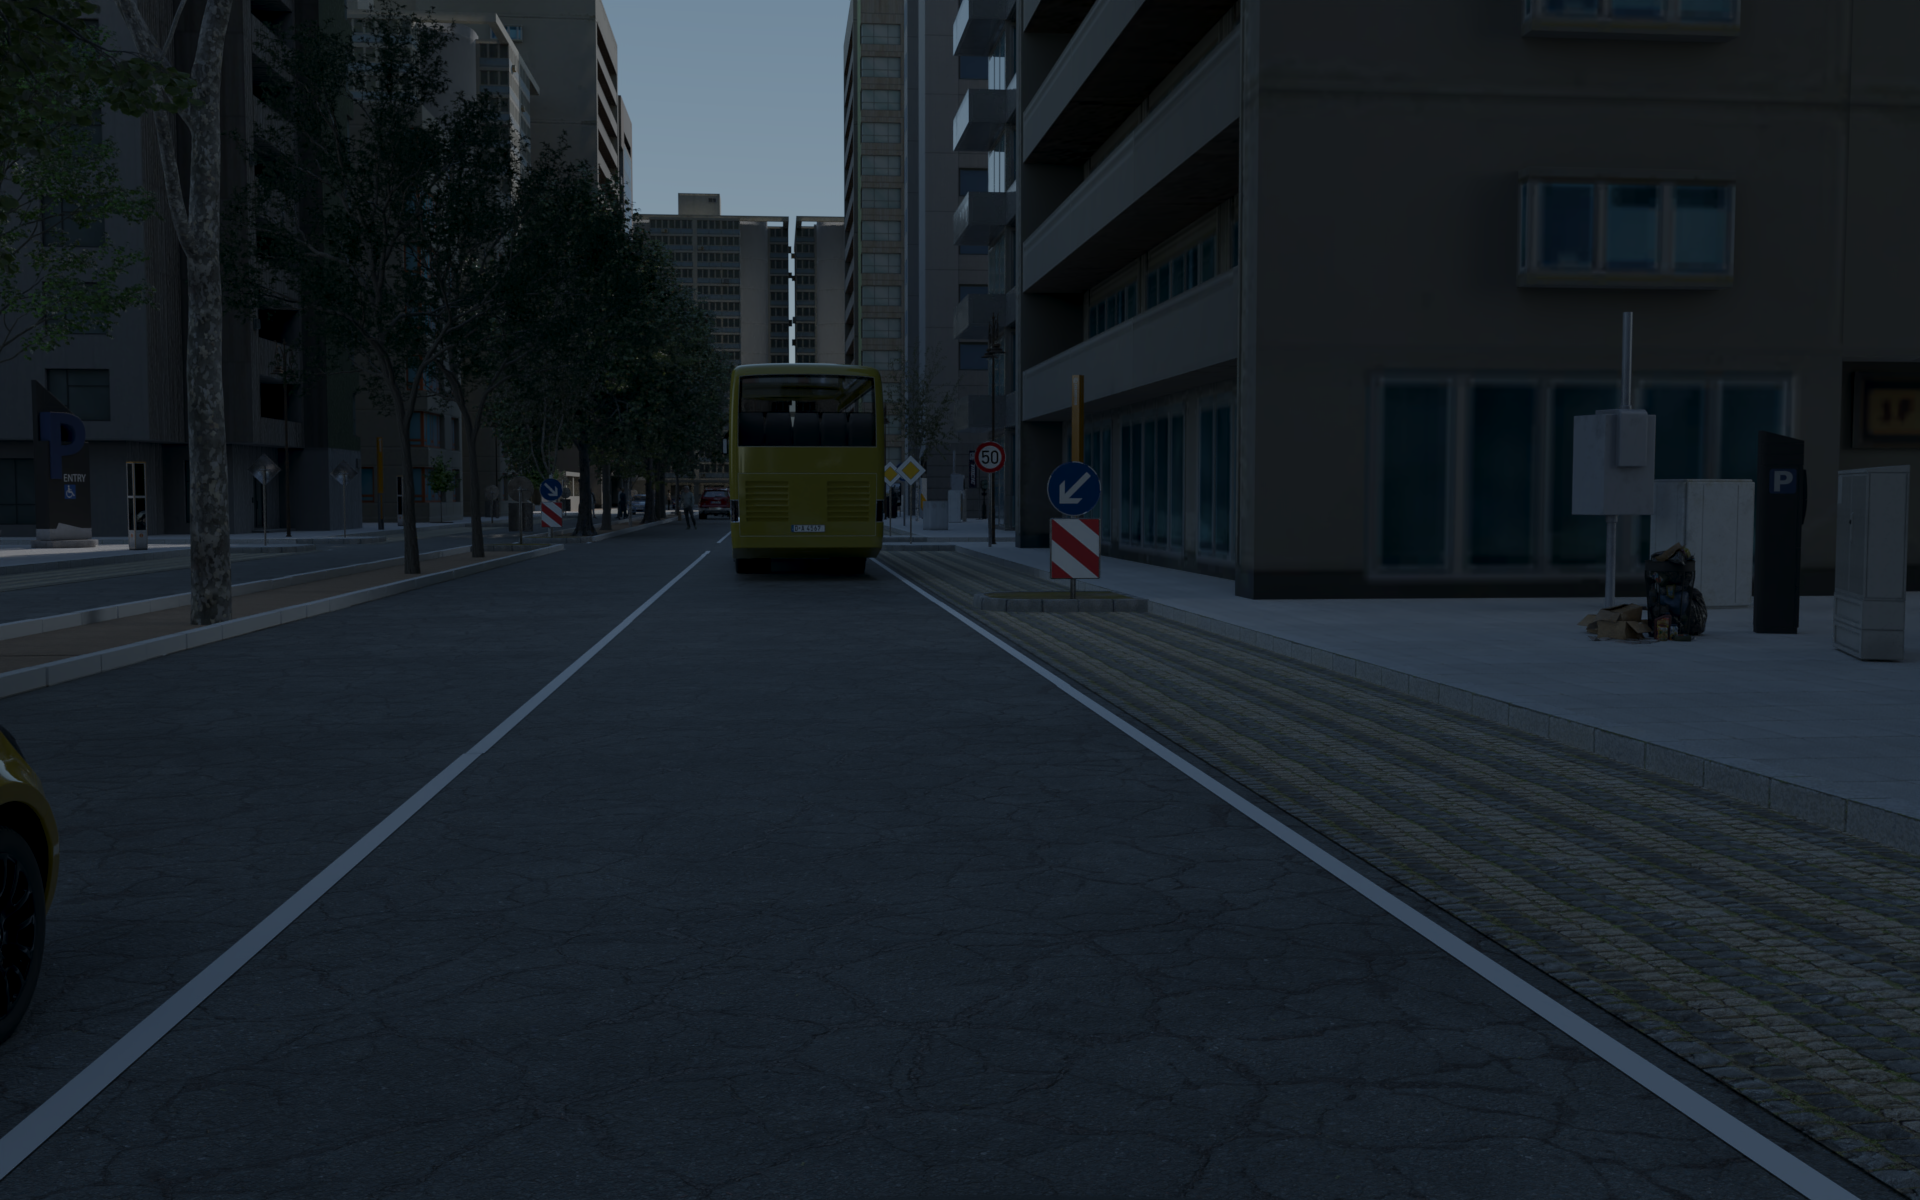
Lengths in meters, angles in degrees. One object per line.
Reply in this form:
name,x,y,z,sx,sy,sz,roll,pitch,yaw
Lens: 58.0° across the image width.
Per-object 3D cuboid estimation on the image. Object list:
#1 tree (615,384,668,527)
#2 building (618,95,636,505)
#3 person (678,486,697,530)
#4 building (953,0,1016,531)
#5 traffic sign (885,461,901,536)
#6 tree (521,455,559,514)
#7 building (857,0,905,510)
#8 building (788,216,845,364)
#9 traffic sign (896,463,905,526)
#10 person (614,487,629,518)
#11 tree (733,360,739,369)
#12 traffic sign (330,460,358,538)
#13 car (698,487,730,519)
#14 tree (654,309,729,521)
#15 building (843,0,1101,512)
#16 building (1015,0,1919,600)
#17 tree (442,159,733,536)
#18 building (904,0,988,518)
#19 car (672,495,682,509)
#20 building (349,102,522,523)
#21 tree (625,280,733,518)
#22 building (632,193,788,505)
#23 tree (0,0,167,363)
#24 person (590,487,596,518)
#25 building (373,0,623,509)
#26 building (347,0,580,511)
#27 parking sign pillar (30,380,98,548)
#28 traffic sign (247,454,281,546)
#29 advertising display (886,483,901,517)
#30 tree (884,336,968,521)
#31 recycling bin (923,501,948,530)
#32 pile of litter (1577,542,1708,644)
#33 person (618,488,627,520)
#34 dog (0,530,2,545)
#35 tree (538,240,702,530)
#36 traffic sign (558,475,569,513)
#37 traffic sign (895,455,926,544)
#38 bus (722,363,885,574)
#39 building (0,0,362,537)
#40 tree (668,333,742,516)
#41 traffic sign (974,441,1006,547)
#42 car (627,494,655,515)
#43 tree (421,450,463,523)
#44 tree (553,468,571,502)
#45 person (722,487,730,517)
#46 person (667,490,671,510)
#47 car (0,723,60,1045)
tree,-14.370,-7.496,75.374,4.737,8.622,4.395,0,3,0
building,-43.612,-33.051,190.491,14.200,45.320,14.600,0,4,-6
person,-11.050,-3.728,69.946,0.782,1.767,0.515,1,4,19
building,14.929,-27.243,65.032,30.456,49.044,23.786,0,4,-6
traffic sign,-2.117,-2.989,52.517,0.795,2.450,0.064,0,4,-6
tree,-27.675,-7.867,112.342,4.285,4.588,4.351,0,3,0
building,-1.461,-28.097,142.976,14.154,41.232,14.086,0,4,-6
building,-10.069,-32.819,228.464,23.993,40.220,32.217,0,4,-6
traffic sign,-2.239,-4.256,69.690,0.768,2.556,0.104,0,4,1
person,-20.001,-5.732,102.315,0.850,1.850,0.679,0,4,7
tree,-14.883,-9.986,82.739,9.611,12.733,9.660,0,3,0
traffic sign,-18.073,-2.887,50.840,0.795,2.450,0.064,0,4,-6
car,-13.947,-5.571,99.758,2.281,1.827,5.304,0,4,-5
tree,-16.139,-10.051,92.544,9.928,11.665,9.643,0,3,0
building,0.306,-32.880,161.284,21.300,48.544,21.600,0,4,-6
building,13.039,-24.916,31.084,21.300,48.544,21.600,0,4,-6
tree,-12.855,-8.538,59.067,9.611,12.733,9.660,0,3,0
building,7.138,-34.386,104.216,21.231,58.520,28.212,0,4,-6
car,-26.938,-9.508,168.040,1.945,1.354,3.894,0,4,-4
building,-39.083,-14.979,89.939,27.650,21.520,28.899,0,4,-6
tree,-17.766,-11.818,102.330,9.857,13.997,8.962,0,3,0
building,-33.982,-32.695,226.444,23.993,40.220,32.217,0,4,-6
tree,-19.176,-6.546,32.779,9.928,11.665,9.643,0,3,0
person,-21.788,-5.732,102.093,0.818,1.842,0.514,0,4,2
building,-42.926,-32.728,158.806,21.300,48.544,21.600,0,4,-6
building,-46.680,-27.099,134.954,32.217,40.220,23.993,0,4,-6
parking sign pillar,-21.516,-3.244,41.504,1.447,3.967,1.447,1,4,16
traffic sign,-17.225,-2.401,42.900,0.795,2.450,0.064,0,4,-6
advertising display,-3.765,-5.654,97.653,0.974,1.923,0.123,1,4,23
tree,-1.824,-8.029,81.640,4.360,8.622,3.978,0,3,0
recycling bin,-0.873,-3.007,61.719,0.722,1.027,0.722,-1,4,-22
pile of litter,6.120,-0.100,15.593,1.719,0.858,1.176,-3,5,-41
person,-18.838,-5.375,96.799,0.576,1.772,0.534,1,4,17
dog,-24.690,-1.524,44.211,0.406,0.507,0.540,-2,4,-29
tree,-14.127,-9.048,68.512,7.486,12.596,7.792,0,3,0
traffic sign,-26.891,-7.171,117.351,0.768,2.556,0.104,0,4,2
traffic sign,-1.269,-2.504,44.577,0.795,2.450,0.064,0,4,-6
bus,-3.266,-2.605,34.144,2.896,3.916,12.252,0,4,-7
building,-28.713,-17.426,56.616,14.160,30.474,14.107,0,4,-6
tree,-18.645,-12.303,113.986,12.009,13.543,11.850,0,3,0
traffic sign,0.727,-2.554,41.863,0.768,2.556,0.104,0,4,3
car,-21.964,-6.600,119.915,2.014,1.417,4.499,0,4,-5
tree,-22.980,-5.022,76.703,1.663,3.219,1.824,0,3,0
tree,-28.407,-7.776,121.734,1.663,3.219,1.824,0,3,0
person,-14.504,-6.106,107.701,0.648,1.900,0.474,0,4,-1
person,-25.663,-8.833,152.929,0.705,1.823,1.348,-1,4,-11
car,-3.209,0.429,3.214,2.015,1.641,3.980,0,4,-5
